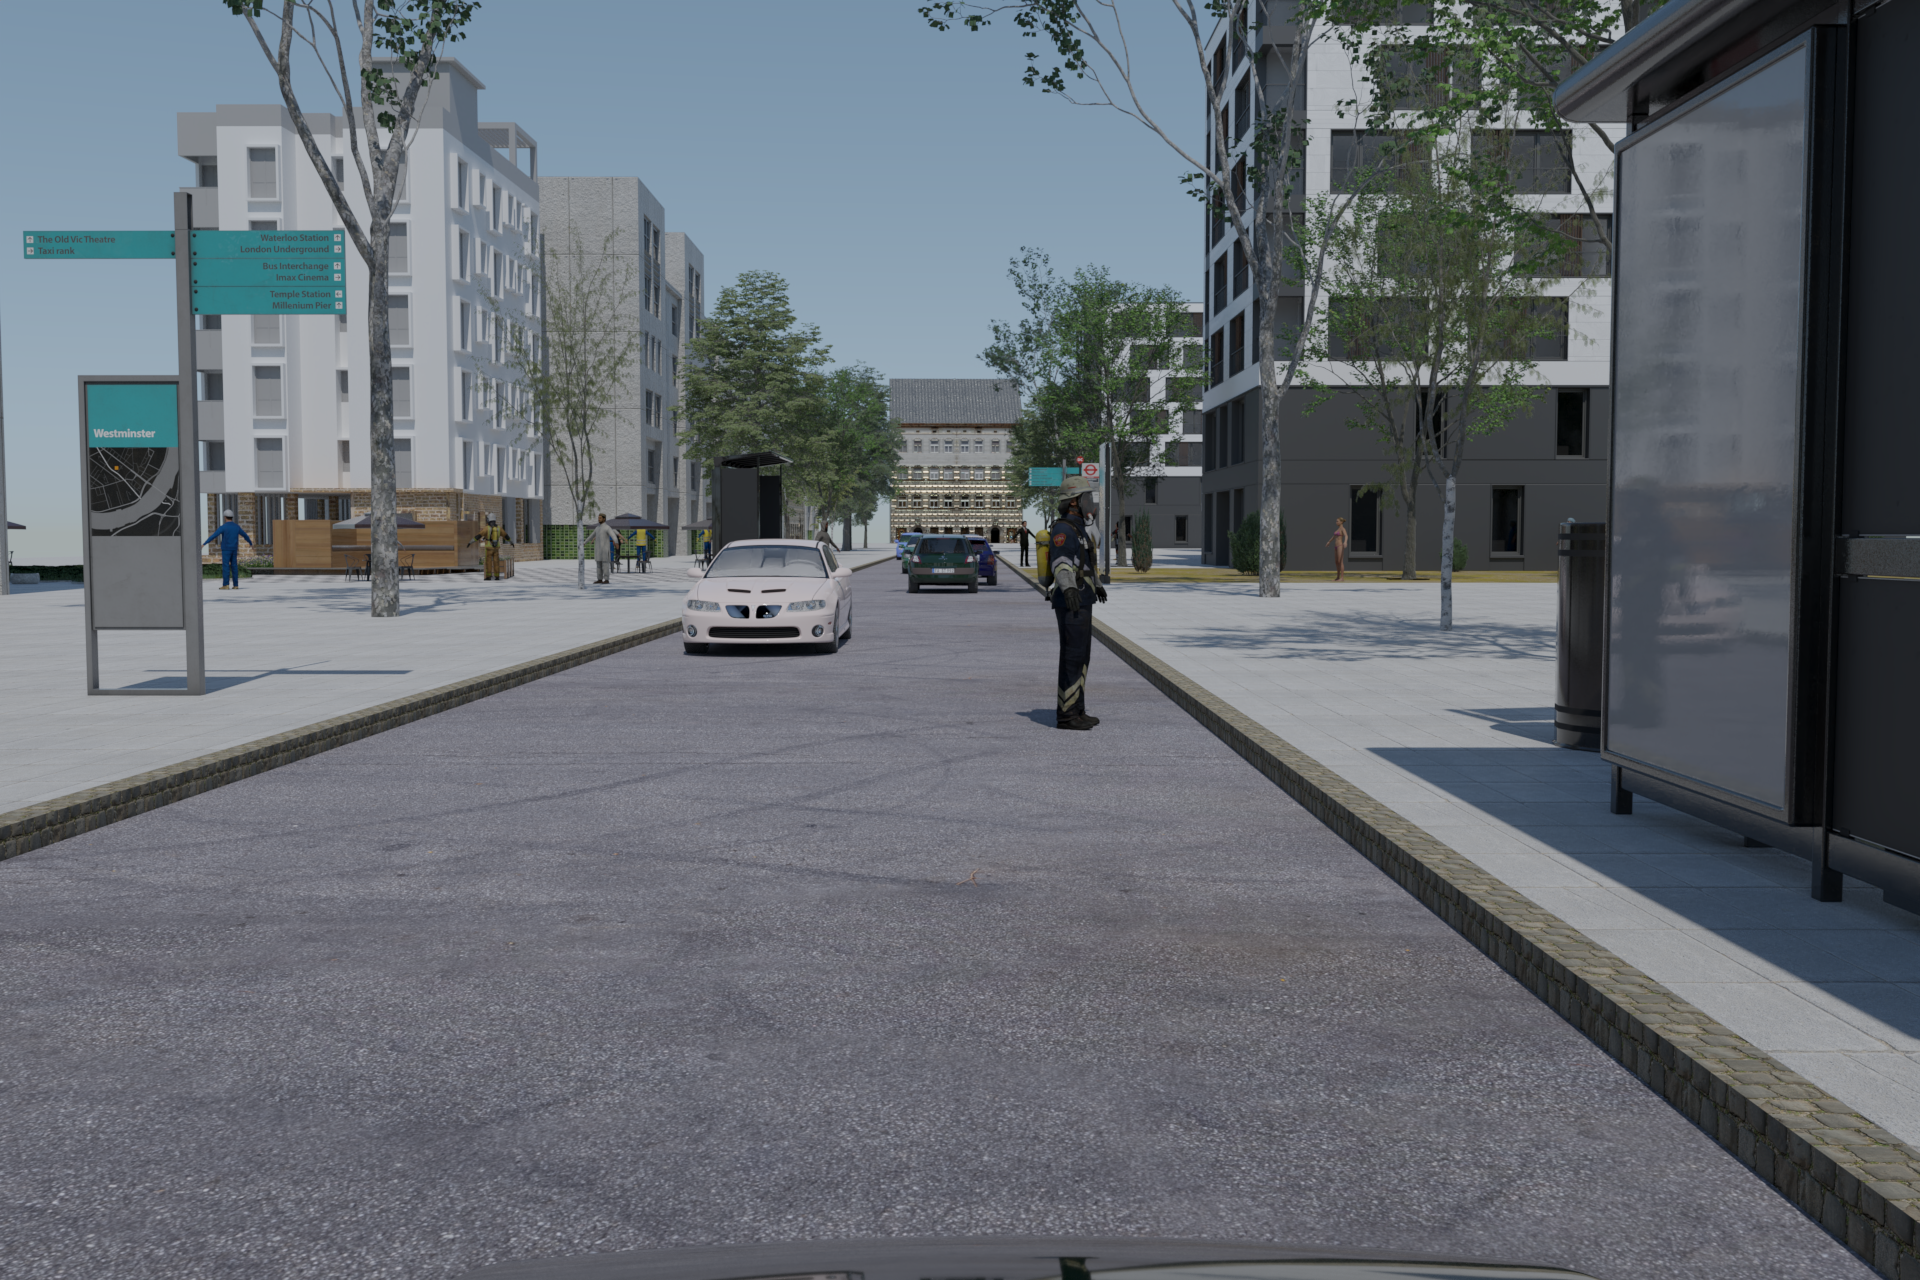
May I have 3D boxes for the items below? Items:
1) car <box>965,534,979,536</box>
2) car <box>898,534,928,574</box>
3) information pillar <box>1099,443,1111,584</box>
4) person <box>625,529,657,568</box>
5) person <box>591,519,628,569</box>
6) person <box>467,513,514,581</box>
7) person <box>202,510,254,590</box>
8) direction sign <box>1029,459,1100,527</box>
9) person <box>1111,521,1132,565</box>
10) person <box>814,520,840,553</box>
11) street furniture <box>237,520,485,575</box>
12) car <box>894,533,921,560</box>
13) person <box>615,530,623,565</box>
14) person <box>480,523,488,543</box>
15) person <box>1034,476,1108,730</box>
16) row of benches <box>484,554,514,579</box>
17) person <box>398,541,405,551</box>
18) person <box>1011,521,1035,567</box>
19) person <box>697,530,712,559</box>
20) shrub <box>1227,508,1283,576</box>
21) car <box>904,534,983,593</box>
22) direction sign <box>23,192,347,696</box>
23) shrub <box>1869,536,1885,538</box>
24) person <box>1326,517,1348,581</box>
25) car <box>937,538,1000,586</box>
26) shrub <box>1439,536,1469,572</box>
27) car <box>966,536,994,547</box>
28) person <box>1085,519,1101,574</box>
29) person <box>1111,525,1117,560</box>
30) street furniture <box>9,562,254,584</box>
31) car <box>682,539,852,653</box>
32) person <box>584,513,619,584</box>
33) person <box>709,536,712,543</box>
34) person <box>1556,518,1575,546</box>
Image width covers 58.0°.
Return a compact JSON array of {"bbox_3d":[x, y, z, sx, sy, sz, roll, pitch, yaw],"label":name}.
[{"bbox_3d":[0.492,-5.431,100.796,2.014,1.417,4.499,0,4,0],"label":"car"},{"bbox_3d":[-1.181,-3.189,63.942,2.131,1.459,4.920,0,4,0],"label":"car"},{"bbox_3d":[3.791,-3.301,45.289,0.184,3.620,1.656,0,4,0],"label":"information pillar"},{"bbox_3d":[-12.061,-3.612,65.522,1.216,1.772,0.721,-1,4,-13],"label":"person"},{"bbox_3d":[-12.834,-3.518,63.368,1.347,1.847,0.705,0,4,-5],"label":"person"},{"bbox_3d":[-12.866,-2.558,47.589,1.354,1.858,0.705,-3,4,-36],"label":"person"},{"bbox_3d":[-16.898,-2.088,40.023,0.705,1.842,1.347,3,4,36],"label":"person"},{"bbox_3d":[3.730,-4.449,61.500,2.525,3.948,1.411,0,3,0],"label":"direction sign"},{"bbox_3d":[6.697,-4.055,72.439,1.345,1.843,0.704,0,4,7],"label":"person"},{"bbox_3d":[-3.771,-2.437,48.430,0.705,1.813,1.348,2,4,26],"label":"person"},{"bbox_3d":[-19.837,-3.138,58.154,11.010,1.723,9.812,0,4,6],"label":"street furniture"},{"bbox_3d":[-2.660,-5.302,96.272,1.945,1.707,3.694,0,4,0],"label":"car"},{"bbox_3d":[-14.284,-4.068,72.447,0.705,1.837,1.347,-1,4,-18],"label":"person"},{"bbox_3d":[-18.729,-3.785,68.614,0.721,1.740,1.216,-2,4,-35],"label":"person"},{"bbox_3d":[0.873,-0.278,12.784,0.705,1.856,1.354,1,4,13],"label":"person"},{"bbox_3d":[-13.517,-2.162,50.814,1.422,0.672,4.104,-1,4,-11],"label":"row of benches"},{"bbox_3d":[-16.430,-2.481,49.831,0.991,1.433,0.599,-3,5,-39],"label":"person"},{"bbox_3d":[2.538,-3.762,67.699,1.347,1.806,0.705,-2,4,-28],"label":"person"},{"bbox_3d":[-12.114,-4.727,83.261,1.349,1.833,0.705,-3,5,-42],"label":"person"},{"bbox_3d":[9.089,-3.013,53.300,1.661,2.075,1.752,0,3,0],"label":"shrub"},{"bbox_3d":[-0.411,-2.046,43.234,2.009,1.686,4.222,0,4,0],"label":"car"},{"bbox_3d":[-6.070,-1.557,14.220,2.525,3.948,1.411,0,4,1],"label":"direction sign"},{"bbox_3d":[29.051,-3.157,56.036,1.690,2.028,1.600,0,3,0],"label":"shrub"},{"bbox_3d":[10.251,-2.465,47.111,0.721,1.733,1.217,-1,4,-12],"label":"person"},{"bbox_3d":[0.180,-2.259,49.522,1.945,1.354,3.894,0,3,0],"label":"car"},{"bbox_3d":[16.691,-2.899,58.514,1.383,1.207,1.383,0,3,0],"label":"shrub"},{"bbox_3d":[0.342,-3.576,70.828,2.083,1.381,4.827,0,4,1],"label":"car"},{"bbox_3d":[2.925,-2.034,40.026,0.721,1.736,1.217,2,4,34],"label":"person"},{"bbox_3d":[7.721,-4.831,85.127,0.704,1.812,1.346,1,4,21],"label":"person"},{"bbox_3d":[-24.278,-1.889,46.512,10.072,0.657,5.734,-2,4,-27],"label":"street furniture"},{"bbox_3d":[-2.401,-0.611,22.353,2.083,1.381,4.827,0,4,0],"label":"car"},{"bbox_3d":[-9.223,-2.354,44.579,1.344,1.819,0.704,2,4,35],"label":"person"},{"bbox_3d":[-10.005,-4.074,72.883,1.348,1.796,0.705,2,4,24],"label":"person"},{"bbox_3d":[20.176,-3.132,57.336,0.704,1.817,1.347,-1,4,-10],"label":"person"}]
